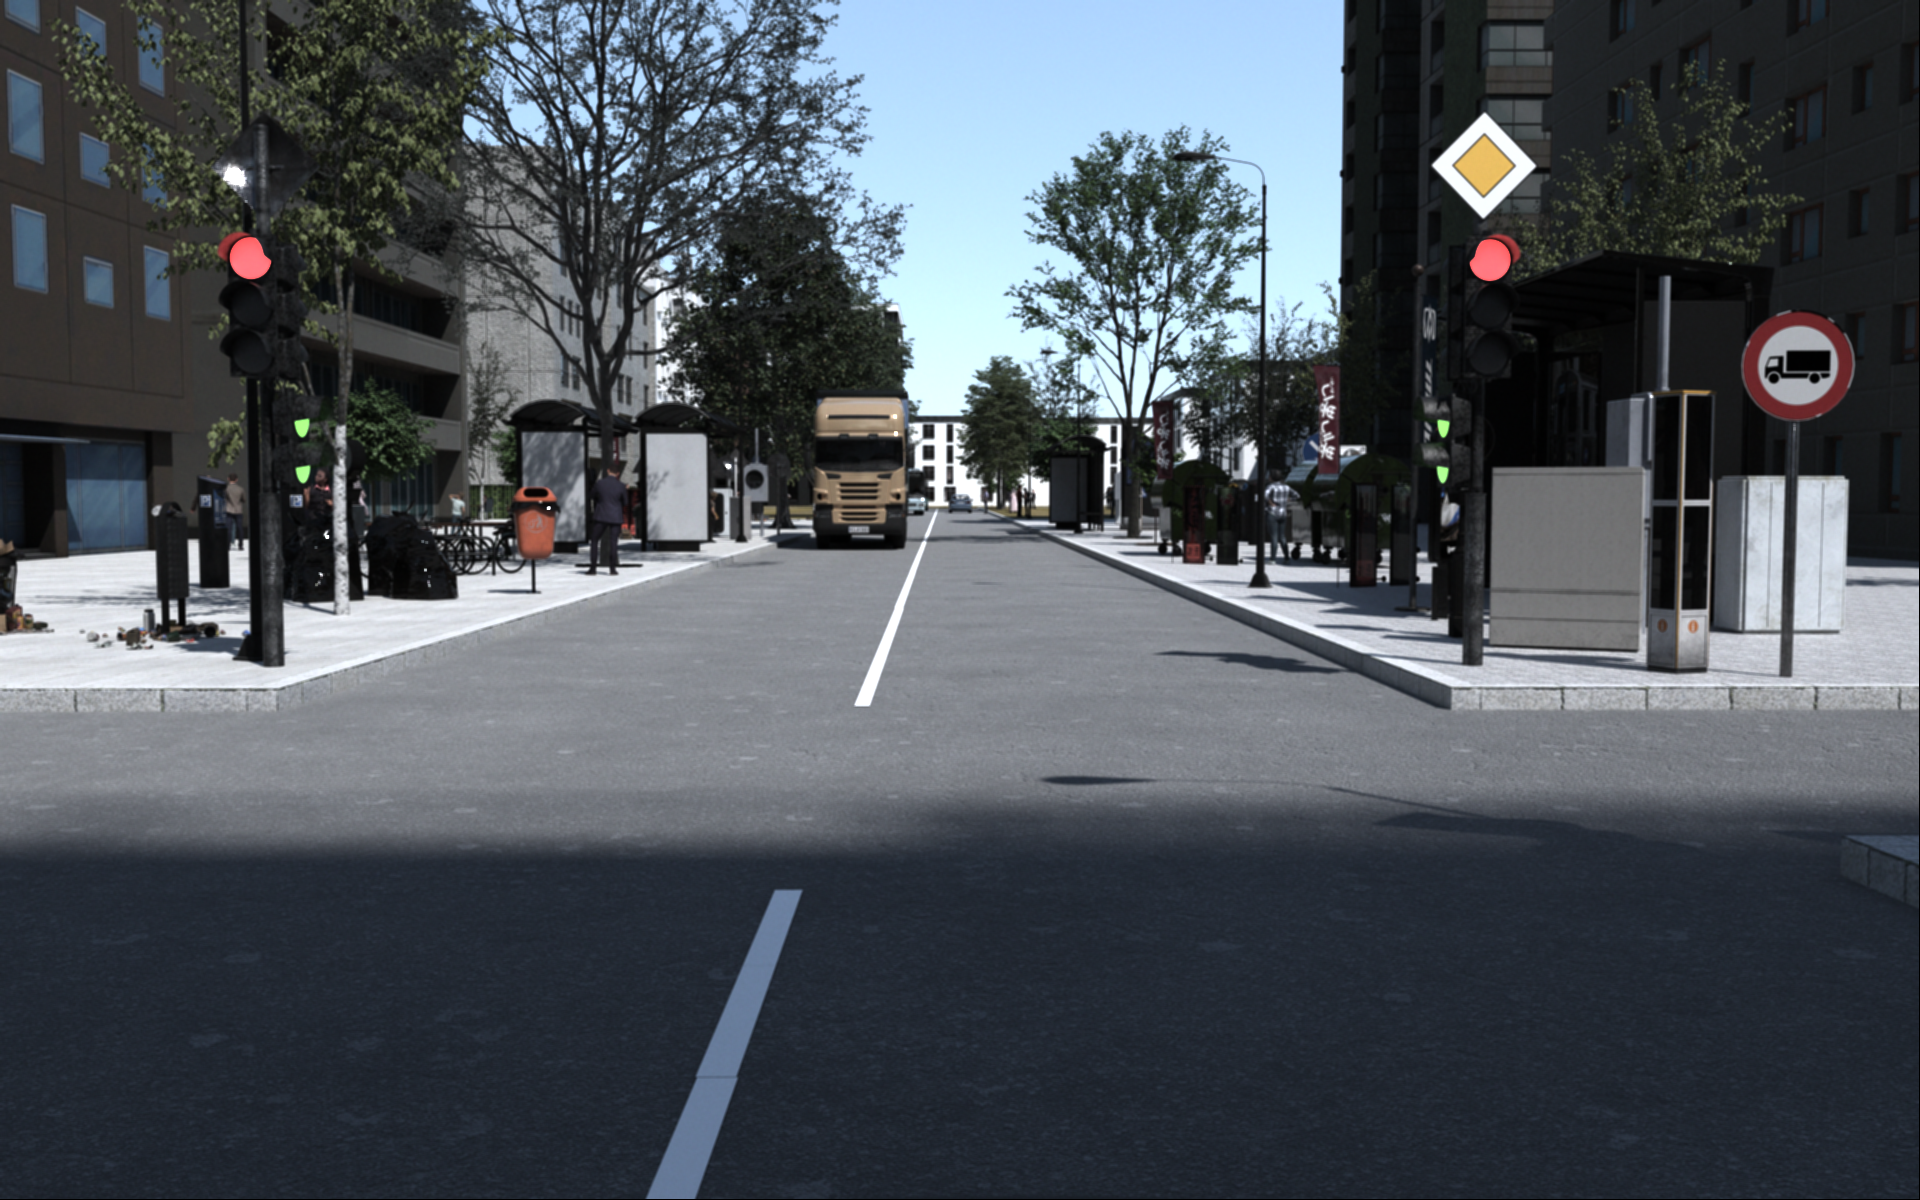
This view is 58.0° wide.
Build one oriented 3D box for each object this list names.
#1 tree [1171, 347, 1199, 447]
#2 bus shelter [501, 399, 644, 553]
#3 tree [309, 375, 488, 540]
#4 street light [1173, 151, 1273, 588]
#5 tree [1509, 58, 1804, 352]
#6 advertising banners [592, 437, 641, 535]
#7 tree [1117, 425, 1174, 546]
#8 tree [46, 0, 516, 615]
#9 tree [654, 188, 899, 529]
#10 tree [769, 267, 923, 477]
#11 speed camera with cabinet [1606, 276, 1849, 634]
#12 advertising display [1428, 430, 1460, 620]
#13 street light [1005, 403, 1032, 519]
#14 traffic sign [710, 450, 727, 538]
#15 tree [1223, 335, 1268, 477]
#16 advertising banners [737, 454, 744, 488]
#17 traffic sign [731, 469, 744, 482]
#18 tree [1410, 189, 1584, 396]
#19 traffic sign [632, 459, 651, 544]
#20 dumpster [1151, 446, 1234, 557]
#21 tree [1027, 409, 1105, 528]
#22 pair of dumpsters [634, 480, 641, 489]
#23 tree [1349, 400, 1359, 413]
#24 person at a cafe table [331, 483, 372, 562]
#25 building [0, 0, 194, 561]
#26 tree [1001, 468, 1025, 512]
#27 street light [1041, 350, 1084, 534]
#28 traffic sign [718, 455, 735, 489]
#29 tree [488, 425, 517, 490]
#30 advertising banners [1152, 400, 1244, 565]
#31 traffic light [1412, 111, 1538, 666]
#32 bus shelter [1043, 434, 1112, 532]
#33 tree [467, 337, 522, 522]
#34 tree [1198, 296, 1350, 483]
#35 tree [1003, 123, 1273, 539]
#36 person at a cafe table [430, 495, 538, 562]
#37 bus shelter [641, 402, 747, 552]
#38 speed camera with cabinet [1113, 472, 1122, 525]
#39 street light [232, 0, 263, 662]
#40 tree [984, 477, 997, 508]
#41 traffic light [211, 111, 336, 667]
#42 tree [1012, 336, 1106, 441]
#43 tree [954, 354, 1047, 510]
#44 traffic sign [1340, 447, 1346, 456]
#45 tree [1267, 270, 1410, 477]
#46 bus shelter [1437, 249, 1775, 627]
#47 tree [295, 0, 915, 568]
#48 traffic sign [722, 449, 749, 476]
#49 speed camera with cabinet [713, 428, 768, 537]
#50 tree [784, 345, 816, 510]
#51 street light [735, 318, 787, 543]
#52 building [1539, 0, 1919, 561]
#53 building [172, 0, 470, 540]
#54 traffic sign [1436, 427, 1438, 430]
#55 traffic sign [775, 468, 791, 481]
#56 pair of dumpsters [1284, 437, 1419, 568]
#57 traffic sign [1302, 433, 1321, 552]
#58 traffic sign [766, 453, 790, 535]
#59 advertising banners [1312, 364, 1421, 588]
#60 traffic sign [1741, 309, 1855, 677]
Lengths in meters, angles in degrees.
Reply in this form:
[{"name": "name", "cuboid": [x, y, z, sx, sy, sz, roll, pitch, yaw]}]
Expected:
[{"name": "tree", "cuboid": [12.388, -8.309, 86.211, 4.360, 8.622, 3.978, 0, 3, 0]}, {"name": "bus shelter", "cuboid": [-8.844, -2.812, 39.893, 2.014, 3.302, 5.546, 0, 4, -1]}, {"name": "tree", "cuboid": [-16.247, -3.918, 47.771, 4.285, 4.588, 4.351, 0, 3, 0]}, {"name": "street light", "cuboid": [3.588, -3.126, 23.648, 1.470, 5.913, 1.316, 0, 4, -1]}, {"name": "tree", "cuboid": [11.851, -4.829, 29.310, 4.737, 8.622, 4.395, 0, 3, 0]}, {"name": "advertising banners", "cuboid": [-10.079, -3.421, 52.124, 2.074, 3.025, 0.090, -1, 4, -11]}, {"name": "tree", "cuboid": [4.935, -2.970, 43.155, 1.663, 3.219, 1.824, 0, 3, 0]}, {"name": "tree", "cuboid": [-6.807, -4.149, 18.191, 4.737, 8.622, 4.395, 0, 3, 0]}, {"name": "tree", "cuboid": [-6.727, -9.009, 64.306, 9.611, 12.733, 9.660, 0, 3, 0]}, {"name": "tree", "cuboid": [-6.974, -11.612, 96.517, 9.857, 13.997, 8.962, 0, 3, 0]}, {"name": "speed camera with cabinet", "cuboid": [7.085, -1.326, 16.024, 2.038, 3.252, 0.660, 0, 4, -1]}, {"name": "advertising display", "cuboid": [5.061, -0.777, 17.914, 0.123, 1.923, 0.974, 2, 4, 33]}, {"name": "street light", "cuboid": [2.997, -7.063, 88.025, 1.470, 5.913, 1.316, 0, 4, -1]}, {"name": "traffic sign", "cuboid": [-7.278, -3.110, 50.845, 0.884, 2.594, 0.081, 1, 4, 8]}, {"name": "tree", "cuboid": [14.064, -7.909, 79.676, 4.737, 8.622, 4.395, 0, 3, 0]}, {"name": "advertising banners", "cuboid": [-9.928, -4.792, 74.540, 0.090, 3.025, 2.074, -3, 5, -44]}, {"name": "traffic sign", "cuboid": [-9.318, -4.489, 73.403, 0.884, 2.594, 0.081, 0, 4, 6]}, {"name": "tree", "cuboid": [13.456, -5.632, 42.445, 4.360, 8.622, 3.978, 0, 3, 0]}, {"name": "traffic sign", "cuboid": [-7.941, -2.707, 44.257, 0.884, 2.594, 0.081, 0, 4, 2]}, {"name": "dumpster", "cuboid": [4.843, -2.059, 36.165, 1.502, 2.255, 1.985, 0, 4, -1]}, {"name": "tree", "cuboid": [4.055, -5.075, 66.691, 4.285, 4.588, 4.351, 0, 3, 0]}, {"name": "pair of dumpsters", "cuboid": [-9.366, -3.236, 55.396, 1.574, 2.255, 4.437, 0, 4, -1]}, {"name": "tree", "cuboid": [14.245, -7.412, 71.553, 4.360, 8.622, 3.978, 0, 3, 0]}, {"name": "person at a cafe table", "cuboid": [-11.752, -1.512, 33.242, 1.698, 1.524, 1.622, -2, 4, -27]}, {"name": "building", "cuboid": [-24.721, -23.363, 32.099, 14.600, 45.320, 14.200, 0, 4, -1]}, {"name": "tree", "cuboid": [3.935, -8.015, 125.644, 1.663, 3.219, 1.824, 0, 3, 0]}, {"name": "street light", "cuboid": [3.303, -5.108, 56.064, 1.470, 5.913, 1.316, 0, 4, -1]}, {"name": "traffic sign", "cuboid": [-7.497, -3.409, 55.836, 0.768, 2.556, 0.104, 0, 4, 7]}, {"name": "tree", "cuboid": [-16.681, -5.099, 67.086, 4.285, 4.588, 4.351, 0, 3, 0]}, {"name": "advertising banners", "cuboid": [4.322, -2.176, 31.763, 2.074, 3.025, 0.090, 3, 5, 45]}, {"name": "traffic light", "cuboid": [3.828, -1.466, 12.883, 0.839, 4.253, 0.868, 0, 4, -1]}, {"name": "bus shelter", "cuboid": [4.107, -4.130, 61.451, 2.014, 3.302, 5.546, 0, 4, -1]}, {"name": "tree", "cuboid": [-22.508, -7.960, 80.501, 4.360, 8.622, 3.978, 0, 3, 0]}, {"name": "tree", "cuboid": [11.406, -6.921, 63.527, 4.360, 8.622, 3.978, 0, 3, 0]}, {"name": "tree", "cuboid": [5.011, -7.566, 49.454, 9.928, 11.665, 9.643, 0, 3, 0]}, {"name": "person at a cafe table", "cuboid": [-8.929, -1.366, 33.195, 1.726, 1.238, 1.698, 1, 4, 13]}, {"name": "bus shelter", "cuboid": [-6.330, -2.869, 40.825, 2.014, 3.302, 5.546, 0, 4, 0]}, {"name": "speed camera with cabinet", "cuboid": [6.761, -4.772, 72.358, 0.660, 3.252, 2.038, 0, 4, 8]}, {"name": "street light", "cuboid": [-4.901, -2.490, 13.254, 1.470, 5.913, 1.316, 0, 4, -1]}, {"name": "tree", "cuboid": [3.027, -10.397, 164.588, 1.663, 3.219, 1.824, 0, 3, 0]}, {"name": "traffic light", "cuboid": [-5.093, -1.459, 12.781, 0.839, 4.253, 0.868, 0, 4, -1]}, {"name": "tree", "cuboid": [4.644, -8.016, 81.427, 4.360, 8.622, 3.978, 0, 3, 0]}, {"name": "tree", "cuboid": [3.577, -13.609, 140.630, 7.486, 12.596, 7.792, 0, 3, 0]}, {"name": "traffic sign", "cuboid": [8.272, -2.114, 36.695, 0.606, 2.300, 0.079, 0, 4, 4]}, {"name": "tree", "cuboid": [12.891, -6.553, 57.507, 4.737, 8.622, 4.395, 0, 3, 0]}, {"name": "bus shelter", "cuboid": [6.990, -1.742, 19.763, 1.731, 3.624, 6.357, 0, 4, -1]}, {"name": "tree", "cuboid": [-6.190, -7.315, 29.973, 12.009, 13.543, 11.850, 0, 3, 0]}, {"name": "traffic sign", "cuboid": [-6.506, -3.086, 50.193, 0.795, 2.593, 0.064, 0, 4, 8]}, {"name": "speed camera with cabinet", "cuboid": [-6.798, -3.520, 51.880, 2.038, 3.252, 0.660, 0, 4, 1]}, {"name": "tree", "cuboid": [-6.931, -8.001, 81.177, 4.737, 8.622, 4.395, 0, 3, 0]}, {"name": "street light", "cuboid": [-5.267, -4.483, 45.844, 1.470, 5.913, 1.316, 0, 4, -1]}, {"name": "building", "cuboid": [32.635, -11.937, 40.217, 28.899, 21.520, 27.650, 0, 4, -1]}, {"name": "building", "cuboid": [-30.320, -26.550, 57.800, 21.300, 48.544, 21.600, 0, 4, -1]}, {"name": "traffic sign", "cuboid": [7.633, -1.664, 27.207, 0.884, 2.594, 0.081, 0, 4, 3]}, {"name": "traffic sign", "cuboid": [-7.485, -4.468, 73.150, 0.768, 2.556, 0.104, 0, 4, 6]}, {"name": "pair of dumpsters", "cuboid": [7.133, -1.795, 31.835, 1.574, 2.255, 4.437, 0, 4, -1]}, {"name": "traffic sign", "cuboid": [7.514, -2.208, 36.214, 0.768, 2.556, 0.104, 0, 4, 3]}, {"name": "traffic sign", "cuboid": [-5.651, -3.286, 53.829, 0.768, 2.556, 0.104, 0, 4, 6]}, {"name": "advertising banners", "cuboid": [5.599, -1.693, 23.863, 2.074, 3.025, 0.090, -2, 4, -32]}, {"name": "traffic sign", "cuboid": [5.797, -0.732, 12.078, 0.768, 2.556, 0.104, 0, 4, 2]}]
